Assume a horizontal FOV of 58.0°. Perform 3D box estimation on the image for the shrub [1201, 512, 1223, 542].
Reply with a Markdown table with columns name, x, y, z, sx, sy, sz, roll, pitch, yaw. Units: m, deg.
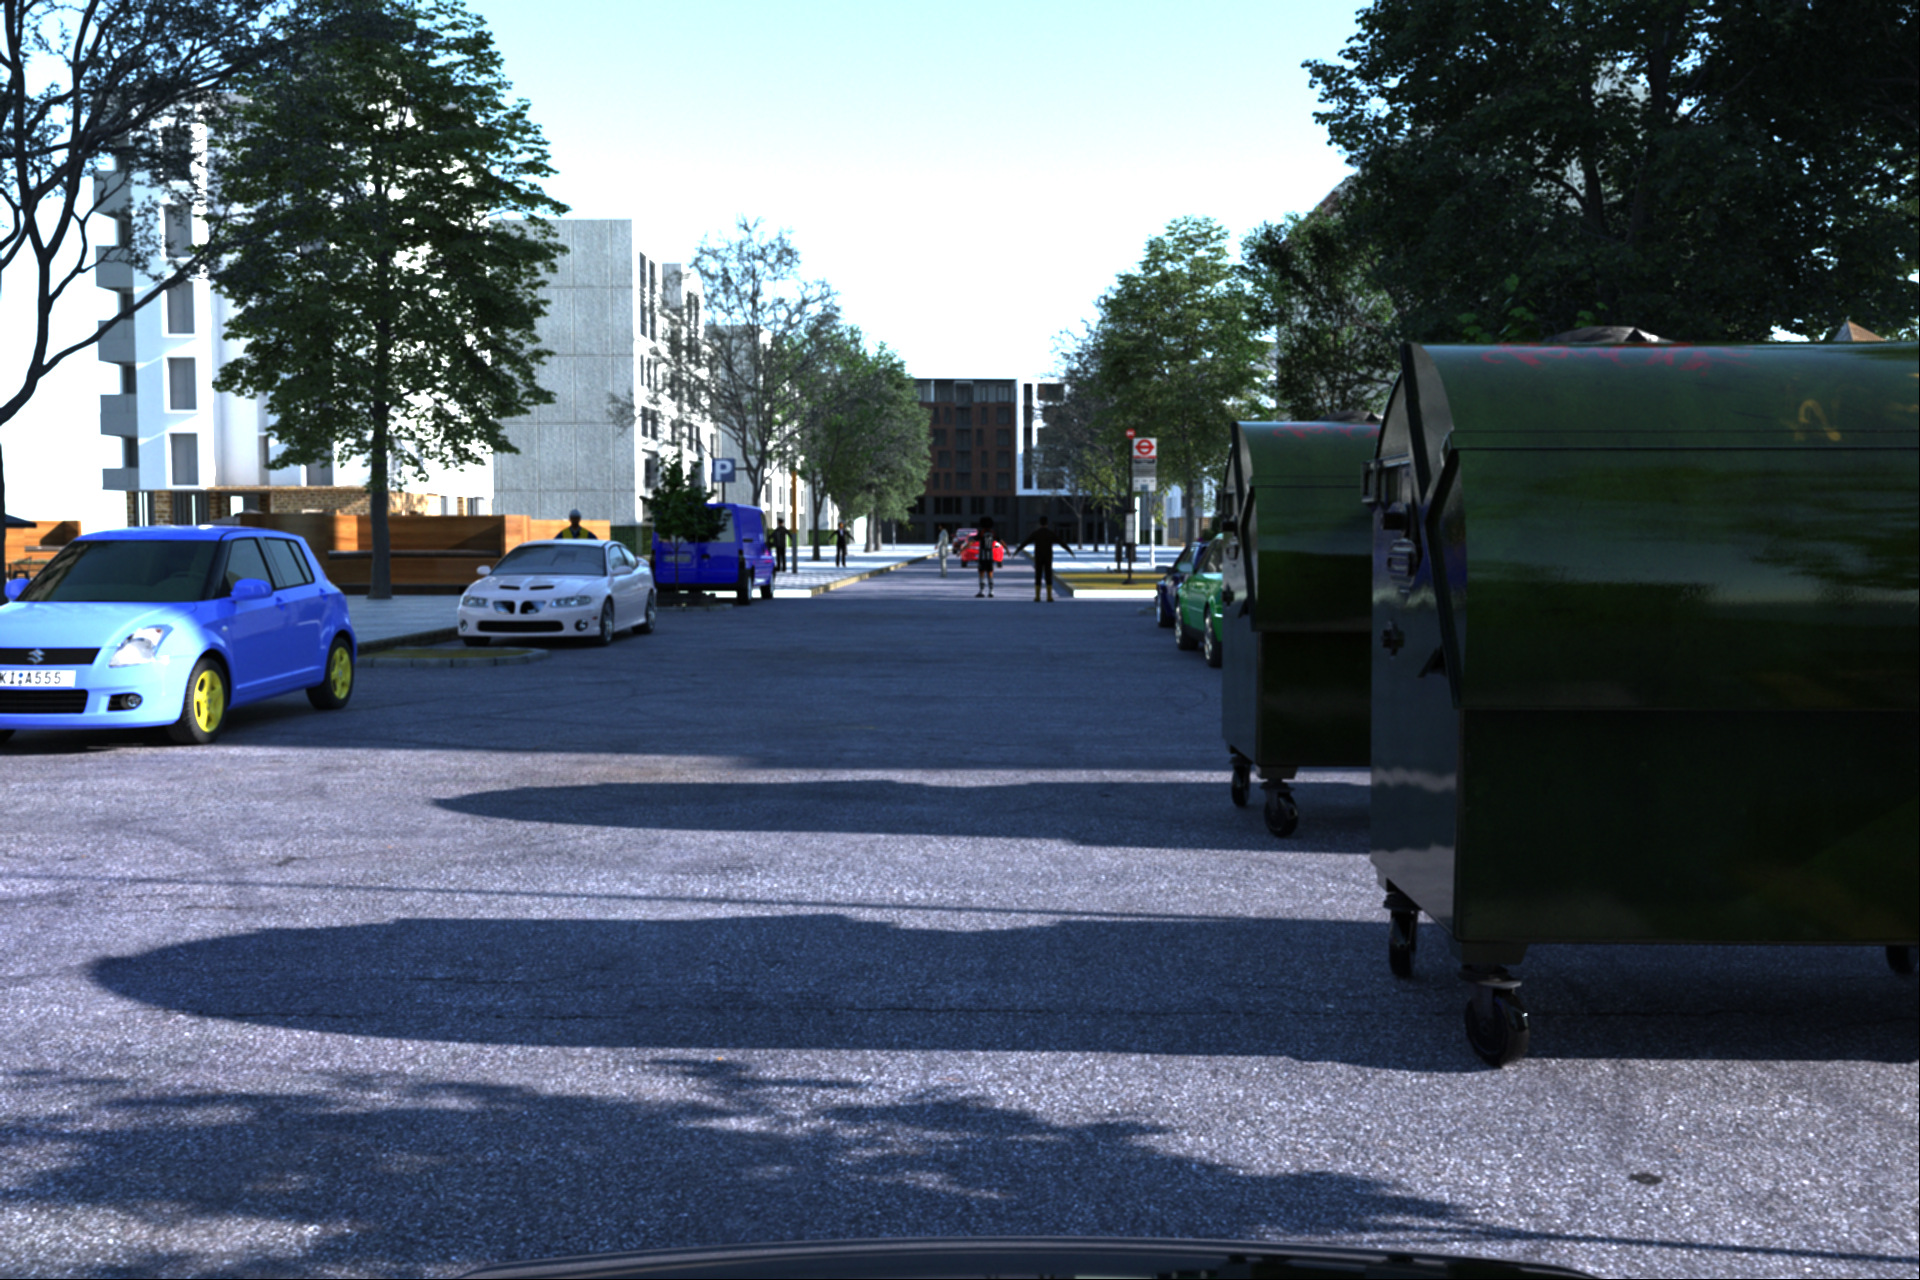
| name | x | y | z | sx | sy | sz | roll | pitch | yaw |
| --- | --- | --- | --- | --- | --- | --- | --- | --- | --- |
| shrub | 6.999 | -2.504 | 44.981 | 1.661 | 2.075 | 1.752 | 0 | 3 | 0 |

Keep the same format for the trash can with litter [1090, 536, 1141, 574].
| name | x | y | z | sx | sy | sz | roll | pitch | yaw |
| --- | --- | --- | --- | --- | --- | --- | --- | --- | --- |
| trash can with litter | 5.156 | -2.814 | 57.068 | 1.678 | 1.210 | 2.233 | 0 | 4 | 1 |

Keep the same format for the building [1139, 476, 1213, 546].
| name | x | y | z | sx | sy | sz | roll | pitch | yaw |
| --- | --- | --- | --- | --- | --- | --- | --- | --- | --- |
| building | 31.226 | -20.878 | 207.805 | 16.747 | 18.905 | 31.486 | 0 | 4 | 1 |

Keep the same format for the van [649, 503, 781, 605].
| name | x | y | z | sx | sy | sz | roll | pitch | yaw |
| --- | --- | --- | --- | --- | --- | --- | --- | --- | --- |
| van | -5.113 | -1.970 | 36.586 | 2.240 | 2.365 | 5.245 | 0 | 4 | 2 |

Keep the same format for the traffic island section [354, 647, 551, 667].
| name | x | y | z | sx | sy | sz | roll | pitch | yaw |
| --- | --- | --- | --- | --- | --- | --- | --- | --- | --- |
| traffic island section | -5.751 | 0.198 | 19.623 | 1.991 | 0.108 | 1.994 | 0 | 4 | 2 |

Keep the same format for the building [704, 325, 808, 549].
| name | x | y | z | sx | sy | sz | roll | pitch | yaw |
| --- | --- | --- | --- | --- | --- | --- | --- | --- | --- |
| building | -24.615 | -18.097 | 162.343 | 16.747 | 18.905 | 31.486 | 0 | 4 | 2 |

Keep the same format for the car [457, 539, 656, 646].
| name | x | y | z | sx | sy | sz | roll | pitch | yaw |
| --- | --- | --- | --- | --- | --- | --- | --- | --- | --- |
| car | -5.381 | -0.688 | 23.610 | 2.083 | 1.381 | 4.827 | 0 | 4 | 1 |

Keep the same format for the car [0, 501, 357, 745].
| name | x | y | z | sx | sy | sz | roll | pitch | yaw |
| --- | --- | --- | --- | --- | --- | --- | --- | --- | --- |
| car | -5.918 | -0.203 | 12.908 | 1.945 | 1.707 | 3.694 | 0 | 4 | 1 |

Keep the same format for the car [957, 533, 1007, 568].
| name | x | y | z | sx | sy | sz | roll | pitch | yaw |
| --- | --- | --- | --- | --- | --- | --- | --- | --- | --- |
| car | 0.954 | -4.041 | 75.115 | 2.155 | 1.783 | 4.494 | 0 | 4 | 1 |

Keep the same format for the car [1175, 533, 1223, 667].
| name | x | y | z | sx | sy | sz | roll | pitch | yaw |
| --- | --- | --- | --- | --- | --- | --- | --- | --- | --- |
| car | 3.556 | -0.684 | 19.984 | 1.959 | 1.807 | 4.718 | 0 | 4 | 0 |

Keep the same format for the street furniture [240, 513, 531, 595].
| name | x | y | z | sx | sy | sz | roll | pitch | yaw |
| --- | --- | --- | --- | --- | --- | --- | --- | --- | --- |
| street furniture | -13.768 | -2.078 | 40.830 | 11.010 | 1.723 | 9.812 | 0 | 4 | 4 |

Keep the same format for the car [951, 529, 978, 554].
| name | x | y | z | sx | sy | sz | roll | pitch | yaw |
| --- | --- | --- | --- | --- | --- | --- | --- | --- | --- |
| car | 0.510 | -7.051 | 123.960 | 2.281 | 1.827 | 5.304 | 0 | 4 | 1 |

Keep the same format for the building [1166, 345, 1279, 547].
| name | x | y | z | sx | sy | sz | roll | pitch | yaw |
| --- | --- | --- | --- | --- | --- | --- | --- | --- | --- |
| building | 26.946 | -19.906 | 181.889 | 16.016 | 20.090 | 11.380 | 0 | 4 | 2 |

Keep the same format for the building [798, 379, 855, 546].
| name | x | y | z | sx | sy | sz | roll | pitch | yaw |
| --- | --- | --- | --- | --- | --- | --- | --- | --- | --- |
| building | -22.292 | -20.738 | 205.515 | 16.747 | 18.905 | 31.486 | 0 | 4 | 2 |

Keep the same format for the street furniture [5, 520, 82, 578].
| name | x | y | z | sx | sy | sz | roll | pitch | yaw |
| --- | --- | --- | --- | --- | --- | --- | --- | --- | --- |
| street furniture | -30.568 | -2.803 | 52.679 | 9.812 | 1.723 | 11.010 | 3 | 5 | 42 |

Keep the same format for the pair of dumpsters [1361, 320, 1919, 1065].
| name | x | y | z | sx | sy | sz | roll | pitch | yaw |
| --- | --- | --- | --- | --- | --- | --- | --- | --- | --- |
| pair of dumpsters | 3.462 | -0.009 | 5.091 | 4.436 | 2.255 | 1.574 | 0 | 4 | 2 |

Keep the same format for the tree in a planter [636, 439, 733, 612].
| name | x | y | z | sx | sy | sz | roll | pitch | yaw |
| --- | --- | --- | --- | --- | --- | --- | --- | --- | --- |
| tree in a planter | -5.381 | -2.177 | 32.810 | 1.991 | 3.239 | 1.994 | 0 | 4 | 2 |

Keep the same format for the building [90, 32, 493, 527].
| name | x | y | z | sx | sy | sz | roll | pitch | yaw |
| --- | --- | --- | --- | --- | --- | --- | --- | --- | --- |
| building | -26.826 | -12.871 | 66.868 | 16.016 | 20.090 | 11.380 | 0 | 4 | 1 |

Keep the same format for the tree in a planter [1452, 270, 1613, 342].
| name | x | y | z | sx | sy | sz | roll | pitch | yaw |
| --- | --- | --- | --- | --- | --- | --- | --- | --- | --- |
| tree in a planter | 3.793 | -0.890 | 11.774 | 1.991 | 3.239 | 1.994 | 0 | 4 | 1 |

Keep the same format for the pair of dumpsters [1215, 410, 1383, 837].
| name | x | y | z | sx | sy | sz | roll | pitch | yaw |
| --- | --- | --- | --- | --- | --- | --- | --- | --- | --- |
| pair of dumpsters | 3.519 | -0.227 | 8.660 | 4.436 | 2.255 | 1.574 | 0 | 4 | 0 |

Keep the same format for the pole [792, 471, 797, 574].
| name | x | y | z | sx | sy | sz | roll | pitch | yaw |
| --- | --- | --- | --- | --- | --- | --- | --- | --- | --- |
| pole | -5.364 | -3.808 | 56.110 | 0.158 | 3.312 | 0.155 | 0 | 3 | 0 |

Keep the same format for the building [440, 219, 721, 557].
| name | x | y | z | sx | sy | sz | roll | pitch | yaw |
| --- | --- | --- | --- | --- | --- | --- | --- | --- | --- |
| building | -26.432 | -15.096 | 113.270 | 16.747 | 18.905 | 31.486 | 0 | 4 | 1 |

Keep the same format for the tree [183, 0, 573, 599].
| name | x | y | z | sx | sy | sz | roll | pitch | yaw |
| --- | --- | --- | --- | --- | --- | --- | --- | --- | --- |
| tree | -11.392 | -7.103 | 34.265 | 7.486 | 12.596 | 7.792 | 0 | 3 | 0 |

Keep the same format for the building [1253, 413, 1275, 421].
| name | x | y | z | sx | sy | sz | roll | pitch | yaw |
| --- | --- | --- | --- | --- | --- | --- | --- | --- | --- |
| building | 25.587 | -10.636 | 116.047 | 9.099 | 9.664 | 28.070 | 0 | 4 | 2 |

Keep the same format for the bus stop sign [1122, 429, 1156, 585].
| name | x | y | z | sx | sy | sz | roll | pitch | yaw |
| --- | --- | --- | --- | --- | --- | --- | --- | --- | --- |
| bus stop sign | 4.536 | -3.377 | 43.923 | 0.855 | 3.939 | 0.416 | 0 | 4 | 1 |

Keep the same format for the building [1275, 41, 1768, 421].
| name | x | y | z | sx | sy | sz | roll | pitch | yaw |
| --- | --- | --- | --- | --- | --- | --- | --- | --- | --- |
| building | 26.232 | -15.518 | 84.650 | 19.493 | 23.208 | 18.063 | 0 | 4 | 1 |

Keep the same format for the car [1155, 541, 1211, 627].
| name | x | y | z | sx | sy | sz | roll | pitch | yaw |
| --- | --- | --- | --- | --- | --- | --- | --- | --- | --- |
| car | 3.896 | -0.786 | 25.439 | 1.945 | 1.354 | 3.894 | 0 | 4 | 0 |

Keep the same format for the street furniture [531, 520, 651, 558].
| name | x | y | z | sx | sy | sz | roll | pitch | yaw |
| --- | --- | --- | --- | --- | --- | --- | --- | --- | --- |
| street furniture | -12.963 | -2.998 | 55.869 | 11.010 | 1.723 | 9.812 | -3 | 5 | -39 |

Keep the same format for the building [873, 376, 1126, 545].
| name | x | y | z | sx | sy | sz | roll | pitch | yaw |
| --- | --- | --- | --- | --- | --- | --- | --- | --- | --- |
| building | 4.422 | -23.846 | 236.313 | 32.646 | 21.610 | 27.936 | 0 | 4 | -4 |

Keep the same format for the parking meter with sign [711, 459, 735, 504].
| name | x | y | z | sx | sy | sz | roll | pitch | yaw |
| --- | --- | --- | --- | --- | --- | --- | --- | --- | --- |
| parking meter with sign | -5.413 | -2.728 | 40.864 | 0.543 | 3.016 | 1.738 | 0 | 4 | 3 |

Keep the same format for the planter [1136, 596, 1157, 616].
| name | x | y | z | sx | sy | sz | roll | pitch | yaw |
| --- | --- | --- | --- | --- | --- | --- | --- | --- | --- |
| planter | 4.201 | -0.617 | 31.227 | 1.991 | 0.319 | 1.994 | 0 | 4 | 2 |
